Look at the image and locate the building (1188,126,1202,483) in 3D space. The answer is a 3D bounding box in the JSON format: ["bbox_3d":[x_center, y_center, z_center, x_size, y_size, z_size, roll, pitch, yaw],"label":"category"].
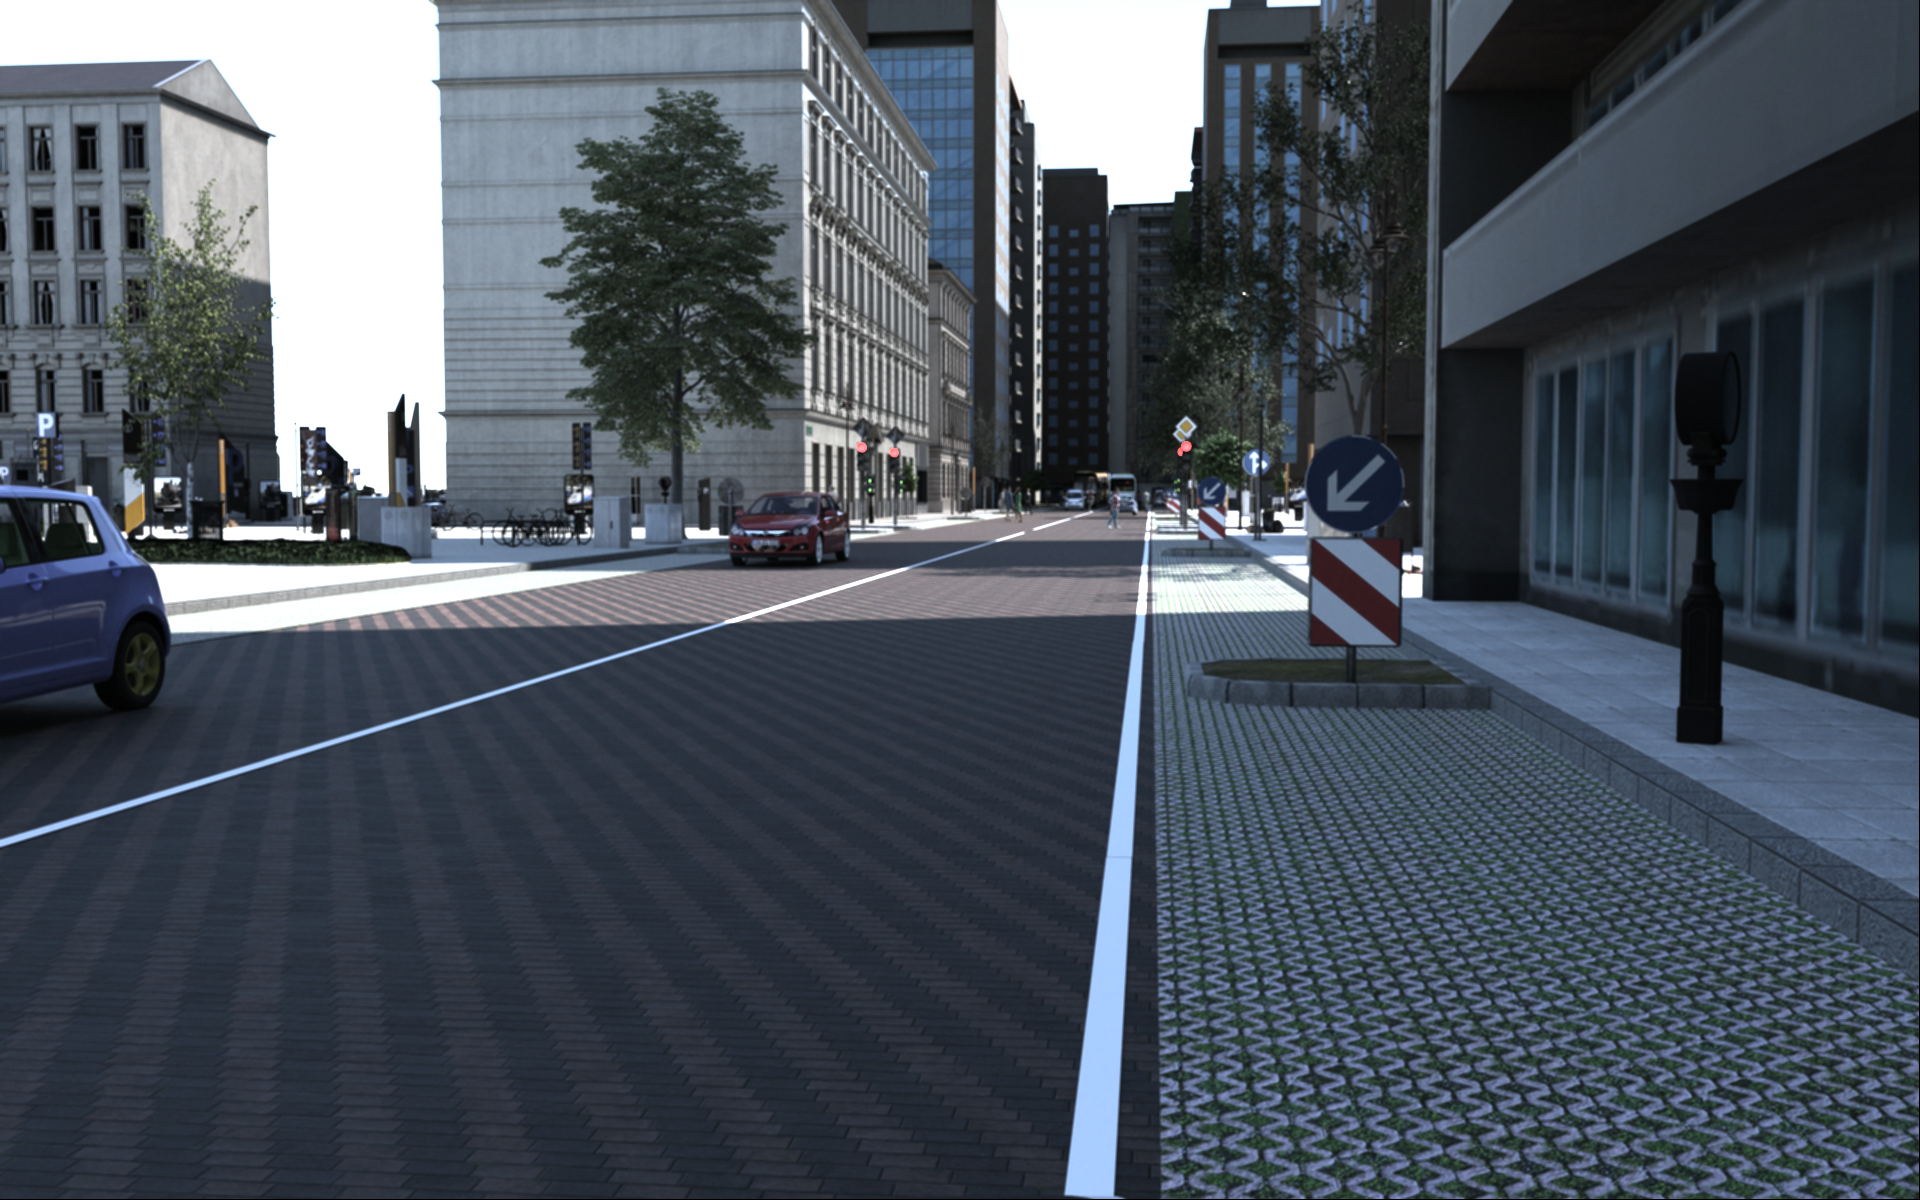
[{"bbox_3d":[37.976,-33.527,202.792,22.147,44.769,28.867,0,4,6],"label":"building"}]

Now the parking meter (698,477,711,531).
[{"bbox_3d":[-8.970,-3.366,60.741,0.399,1.863,0.255,-2,4,-31],"label":"parking meter"}]

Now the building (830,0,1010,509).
[{"bbox_3d":[-3.075,-30.817,153.965,14.600,45.320,14.200,0,4,6],"label":"building"}]

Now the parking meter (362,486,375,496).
[{"bbox_3d":[-17.875,-2.691,52.412,0.372,1.533,0.369,0,3,0],"label":"parking meter"}]

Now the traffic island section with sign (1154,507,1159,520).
[{"bbox_3d":[11.752,-5.285,95.035,1.989,1.847,2.006,0,4,6],"label":"traffic island section with sign"}]

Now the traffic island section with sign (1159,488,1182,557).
[{"bbox_3d":[5.672,-1.916,39.952,1.989,1.847,2.006,0,4,6],"label":"traffic island section with sign"}]

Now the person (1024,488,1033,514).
[{"bbox_3d":[4.858,-6.985,122.478,0.659,1.850,0.755,-2,4,-33],"label":"person"}]

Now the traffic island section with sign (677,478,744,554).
[{"bbox_3d":[-5.606,-2.029,41.809,1.989,1.847,2.006,0,4,6],"label":"traffic island section with sign"}]

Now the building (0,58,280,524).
[{"bbox_3d":[-42.480,-14.122,80.044,18.267,20.994,9.793,0,4,6],"label":"building"}]

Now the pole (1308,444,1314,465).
[{"bbox_3d":[14.234,-4.676,70.292,0.158,3.312,0.155,0,3,0],"label":"pole"}]

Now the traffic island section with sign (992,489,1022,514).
[{"bbox_3d":[3.363,-6.999,123.062,1.989,1.847,2.006,0,4,6],"label":"traffic island section with sign"}]

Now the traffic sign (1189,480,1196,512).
[{"bbox_3d":[16.947,-7.581,126.084,0.606,2.300,0.079,1,4,15],"label":"traffic sign"}]

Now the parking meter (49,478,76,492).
[{"bbox_3d":[-14.164,-1.159,27.366,0.372,1.533,0.369,0,3,0],"label":"parking meter"}]

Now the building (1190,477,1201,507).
[{"bbox_3d":[39.891,-29.603,175.897,32.217,40.220,23.993,0,4,6],"label":"building"}]

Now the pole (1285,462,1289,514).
[{"bbox_3d":[21.042,-7.194,111.458,0.158,3.312,0.155,0,3,0],"label":"pole"}]

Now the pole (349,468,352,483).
[{"bbox_3d":[-47.773,-8.678,135.721,0.158,3.312,0.155,0,3,0],"label":"pole"}]

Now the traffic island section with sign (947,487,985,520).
[{"bbox_3d":[0.366,-5.347,96.046,1.989,1.847,2.006,0,4,6],"label":"traffic island section with sign"}]

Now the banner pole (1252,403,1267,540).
[{"bbox_3d":[8.367,-3.555,48.145,0.401,3.779,0.863,1,4,15],"label":"banner pole"}]

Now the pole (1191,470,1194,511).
[{"bbox_3d":[17.895,-8.540,133.477,0.158,3.312,0.155,0,3,0],"label":"pole"}]

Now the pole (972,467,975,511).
[{"bbox_3d":[1.020,-8.341,130.220,0.158,3.312,0.155,0,3,0],"label":"pole"}]

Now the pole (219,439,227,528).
[{"bbox_3d":[-27.569,-4.336,64.744,0.158,3.312,0.155,0,3,0],"label":"pole"}]

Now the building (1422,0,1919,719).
[{"bbox_3d":[15.198,-23.538,8.547,21.300,48.544,21.600,0,4,6],"label":"building"}]

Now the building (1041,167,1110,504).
[{"bbox_3d":[13.138,-35.885,236.832,14.200,45.320,14.600,0,4,6],"label":"building"}]

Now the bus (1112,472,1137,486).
[{"bbox_3d":[17.836,-12.105,189.461,2.896,3.916,12.252,0,4,6],"label":"bus"}]

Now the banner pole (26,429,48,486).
[{"bbox_3d":[-35.623,-4.695,66.774,0.863,3.779,0.401,-2,4,-30],"label":"banner pole"}]

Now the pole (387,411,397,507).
[{"bbox_3d":[-13.921,-2.974,42.474,0.158,3.312,0.155,0,3,0],"label":"pole"}]

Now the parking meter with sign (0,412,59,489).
[{"bbox_3d":[-19.729,-2.444,36.224,0.543,3.016,1.738,1,4,19],"label":"parking meter with sign"}]

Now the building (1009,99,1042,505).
[{"bbox_3d":[-1.187,-35.911,210.850,21.600,48.544,21.300,0,4,6],"label":"building"}]

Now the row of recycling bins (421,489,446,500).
[{"bbox_3d":[-39.948,-7.603,131.425,3.534,1.692,1.069,3,5,42],"label":"row of recycling bins"}]

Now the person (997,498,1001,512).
[{"bbox_3d":[2.866,-6.854,125.584,0.382,1.210,0.505,-3,5,-44],"label":"person"}]

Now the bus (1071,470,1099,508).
[{"bbox_3d":[13.285,-11.755,183.737,2.896,3.916,12.252,0,4,4],"label":"bus"}]

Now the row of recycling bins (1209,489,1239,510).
[{"bbox_3d":[20.894,-7.932,136.798,1.069,1.692,3.534,-3,5,-44],"label":"row of recycling bins"}]

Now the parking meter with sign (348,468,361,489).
[{"bbox_3d":[-39.578,-7.127,112.786,0.543,3.016,1.738,0,4,2],"label":"parking meter with sign"}]

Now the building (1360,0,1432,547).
[{"bbox_3d":[17.408,-24.235,46.349,14.600,45.320,14.200,0,4,6],"label":"building"}]

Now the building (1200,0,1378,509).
[{"bbox_3d":[29.129,-31.043,157.657,14.600,45.320,14.200,0,4,6],"label":"building"}]

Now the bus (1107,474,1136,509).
[{"bbox_3d":[15.761,-10.629,168.649,2.948,3.499,13.247,0,4,5],"label":"bus"}]

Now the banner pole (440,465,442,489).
[{"bbox_3d":[-43.795,-9.555,146.241,0.401,3.779,0.863,-1,4,-17],"label":"banner pole"}]

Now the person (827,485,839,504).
[{"bbox_3d":[-4.987,-3.532,66.643,0.834,1.777,0.661,3,4,36],"label":"person"}]

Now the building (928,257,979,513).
[{"bbox_3d":[-4.858,-15.969,125.718,10.561,19.102,19.286,0,4,6],"label":"building"}]

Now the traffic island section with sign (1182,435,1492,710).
[{"bbox_3d":[2.641,-0.236,12.480,1.989,1.847,2.006,0,4,6],"label":"traffic island section with sign"}]

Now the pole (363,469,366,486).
[{"bbox_3d":[-47.997,-8.921,139.708,0.158,3.312,0.155,0,3,0],"label":"pole"}]

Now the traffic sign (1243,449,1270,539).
[{"bbox_3d":[8.359,-2.983,48.880,0.768,2.556,0.104,1,4,10],"label":"traffic sign"}]

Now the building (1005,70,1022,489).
[{"bbox_3d":[-5.274,-31.896,176.123,22.147,44.769,28.867,0,4,6],"label":"building"}]

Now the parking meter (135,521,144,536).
[{"bbox_3d":[-25.301,-2.741,53.219,0.372,1.533,0.369,0,3,0],"label":"parking meter"}]

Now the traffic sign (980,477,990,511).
[{"bbox_3d":[1.864,-7.815,127.878,0.768,2.556,0.104,1,4,14],"label":"traffic sign"}]

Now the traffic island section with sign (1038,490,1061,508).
[{"bbox_3d":[8.806,-10.022,172.479,1.989,1.847,2.006,0,4,6],"label":"traffic island section with sign"}]

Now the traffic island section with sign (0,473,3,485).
[{"bbox_3d":[-8.636,-0.352,14.383,1.989,1.847,2.006,0,4,6],"label":"traffic island section with sign"}]

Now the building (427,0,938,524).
[{"bbox_3d":[-12.020,-19.445,94.336,17.030,29.872,44.131,0,4,6],"label":"building"}]

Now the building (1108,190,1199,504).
[{"bbox_3d":[27.238,-33.774,235.792,14.086,41.232,14.154,0,4,6],"label":"building"}]

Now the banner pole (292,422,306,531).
[{"bbox_3d":[-22.939,-4.302,60.348,0.401,3.779,0.863,2,4,24],"label":"banner pole"}]

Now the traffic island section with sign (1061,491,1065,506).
[{"bbox_3d":[11.761,-11.660,199.273,1.989,1.847,2.006,0,4,6],"label":"traffic island section with sign"}]

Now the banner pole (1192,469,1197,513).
[{"bbox_3d":[15.915,-7.792,117.414,0.401,3.779,0.863,-1,4,-17],"label":"banner pole"}]
